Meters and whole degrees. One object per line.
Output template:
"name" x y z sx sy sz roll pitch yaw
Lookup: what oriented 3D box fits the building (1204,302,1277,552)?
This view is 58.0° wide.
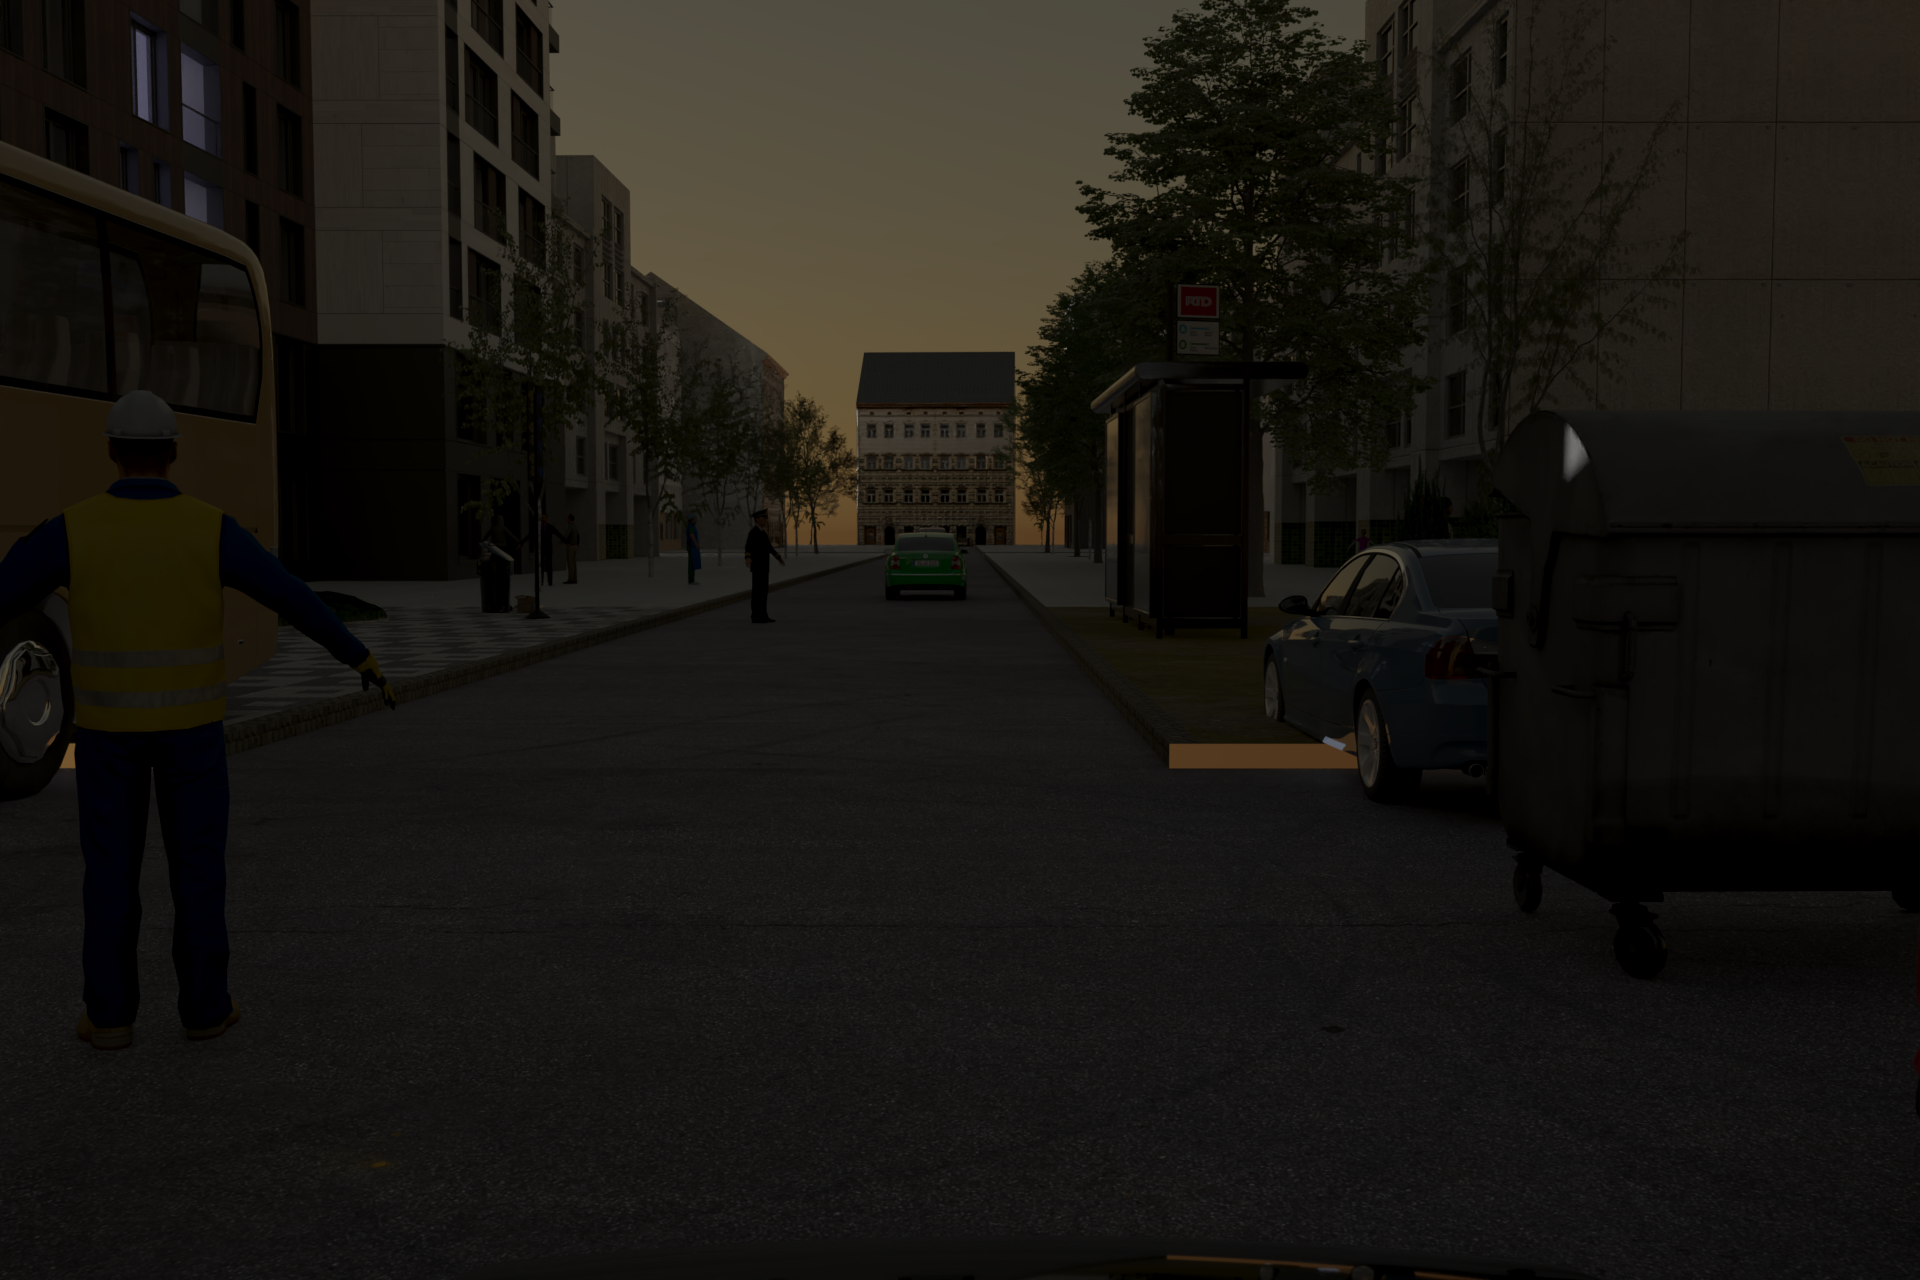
"building" 24.744 -17.259 138.596 16.016 20.090 11.380 0 4 1

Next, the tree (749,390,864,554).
"tree" -9.535 -10.860 111.974 7.601 10.594 8.767 3 4 39

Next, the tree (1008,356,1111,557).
"tree" 6.686 -10.428 96.248 9.928 11.665 9.643 0 3 0

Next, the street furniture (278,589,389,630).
"street furniture" -11.307 -0.383 21.888 5.734 0.657 10.072 1 4 9

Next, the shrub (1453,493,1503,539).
"shrub" 8.914 -1.520 28.902 1.661 2.075 1.752 0 3 0

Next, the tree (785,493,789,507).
"tree" -21.407 -15.409 202.295 4.360 8.622 3.978 0 3 0

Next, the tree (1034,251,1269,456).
"tree" 6.617 -8.242 60.510 9.928 11.665 9.643 0 3 0

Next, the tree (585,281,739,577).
"tree" -8.969 -6.176 51.342 4.737 8.622 4.395 0 3 0

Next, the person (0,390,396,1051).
"person" -2.299 0.214 4.920 1.349 1.833 0.705 -2 4 -24

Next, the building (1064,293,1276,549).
"building" 23.657 -19.533 163.338 27.936 21.610 32.646 0 3 0

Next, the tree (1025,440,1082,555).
"tree" 5.949 -9.679 108.615 4.737 8.622 4.395 0 3 0

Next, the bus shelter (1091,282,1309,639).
"bus shelter" 3.138 -2.917 25.328 2.179 5.291 8.768 0 4 -1

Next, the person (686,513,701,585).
"person" -6.747 -2.308 43.860 0.704 1.817 1.347 -1 4 -12

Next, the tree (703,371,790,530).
"tree" -9.385 -7.804 77.965 4.360 8.622 3.978 0 3 0

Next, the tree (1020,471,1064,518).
"tree" 10.522 -16.331 201.426 7.601 10.594 8.767 0 4 5

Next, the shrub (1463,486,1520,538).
"shrub" 5.752 -0.805 17.575 1.690 2.028 1.600 0 3 0

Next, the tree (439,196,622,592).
"tree" -9.406 -5.373 38.212 4.737 8.622 4.395 0 3 0

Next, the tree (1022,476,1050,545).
"tree" 9.650 -15.805 208.770 4.737 8.622 4.395 0 3 0

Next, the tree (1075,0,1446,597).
"tree" 5.670 -7.163 35.250 7.486 12.596 7.792 0 3 0

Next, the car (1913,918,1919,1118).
"car" 2.850 0.443 1.805 2.155 1.783 4.494 0 3 0

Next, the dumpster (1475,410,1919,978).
"dumpster" 2.879 0.132 6.064 1.865 1.857 1.264 0 4 -1

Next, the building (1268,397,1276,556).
"building" 23.015 -9.061 90.293 9.099 9.664 28.070 0 4 0

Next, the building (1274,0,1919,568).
"building" 21.830 -11.718 58.050 16.747 18.905 31.486 0 3 0

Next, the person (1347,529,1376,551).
"person" 11.576 -2.470 49.656 0.991 1.433 0.599 2 4 26

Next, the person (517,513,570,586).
"person" -10.305 -2.246 42.945 1.346 1.802 0.704 0 4 2

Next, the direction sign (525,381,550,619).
"direction sign" -6.415 -2.091 26.191 0.379 3.537 0.876 0 4 0

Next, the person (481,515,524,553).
"person" -12.992 -2.621 48.982 1.348 1.813 0.705 1 4 16

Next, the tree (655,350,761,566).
"tree" -9.781 -7.280 69.391 4.737 8.622 4.395 0 3 0

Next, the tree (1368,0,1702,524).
"tree" 7.065 -4.467 23.398 4.360 8.622 3.978 0 3 0

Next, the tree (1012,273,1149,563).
"tree" 5.708 -9.660 76.076 7.486 12.596 7.792 0 3 0

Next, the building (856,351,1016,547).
"building" -2.457 -22.890 207.631 18.063 23.208 19.493 0 4 2

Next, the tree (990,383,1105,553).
"tree" 5.879 -11.666 116.487 9.928 11.665 9.643 0 3 0

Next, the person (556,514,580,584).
"person" -10.054 -2.349 44.681 0.705 1.796 1.348 1 4 9

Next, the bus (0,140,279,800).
"bus" -6.246 -0.915 6.510 2.896 3.916 12.252 0 4 0

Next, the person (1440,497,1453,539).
"person" 7.072 -1.168 25.248 0.704 1.843 1.345 1 4 15

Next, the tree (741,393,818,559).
"tree" -8.889 -8.526 89.770 4.360 8.622 3.978 0 3 0

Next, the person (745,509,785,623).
"person" -3.203 -1.199 27.995 0.705 1.837 1.347 1 4 19

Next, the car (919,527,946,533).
"car" -1.577 -5.472 98.132 2.281 1.827 5.304 0 3 0

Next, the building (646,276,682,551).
"building" -27.627 -16.636 128.417 16.016 20.090 11.380 0 4 -1

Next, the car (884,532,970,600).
"car" -0.754 -1.847 38.993 1.959 1.807 4.718 0 4 -1

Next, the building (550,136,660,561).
"building" -25.427 -13.138 81.260 16.747 18.905 31.486 0 4 1

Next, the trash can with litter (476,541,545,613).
"trash can with litter" -7.315 -1.028 28.197 1.055 1.170 0.624 0 4 2

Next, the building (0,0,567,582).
"building" -27.854 -12.254 44.327 27.936 21.610 32.646 0 4 0

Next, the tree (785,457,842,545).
"tree" -17.680 -16.776 208.691 7.601 10.594 8.767 0 4 8

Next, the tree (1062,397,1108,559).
"tree" 6.338 -8.380 87.373 4.360 8.622 3.978 0 3 0

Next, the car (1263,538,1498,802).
"car" 3.040 0.088 10.563 2.014 1.417 4.499 0 4 -1

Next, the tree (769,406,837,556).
"tree" -9.269 -9.088 98.951 4.737 8.622 4.395 0 3 0

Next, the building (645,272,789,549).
"building" -25.850 -19.793 154.536 19.493 23.208 18.063 0 3 0
